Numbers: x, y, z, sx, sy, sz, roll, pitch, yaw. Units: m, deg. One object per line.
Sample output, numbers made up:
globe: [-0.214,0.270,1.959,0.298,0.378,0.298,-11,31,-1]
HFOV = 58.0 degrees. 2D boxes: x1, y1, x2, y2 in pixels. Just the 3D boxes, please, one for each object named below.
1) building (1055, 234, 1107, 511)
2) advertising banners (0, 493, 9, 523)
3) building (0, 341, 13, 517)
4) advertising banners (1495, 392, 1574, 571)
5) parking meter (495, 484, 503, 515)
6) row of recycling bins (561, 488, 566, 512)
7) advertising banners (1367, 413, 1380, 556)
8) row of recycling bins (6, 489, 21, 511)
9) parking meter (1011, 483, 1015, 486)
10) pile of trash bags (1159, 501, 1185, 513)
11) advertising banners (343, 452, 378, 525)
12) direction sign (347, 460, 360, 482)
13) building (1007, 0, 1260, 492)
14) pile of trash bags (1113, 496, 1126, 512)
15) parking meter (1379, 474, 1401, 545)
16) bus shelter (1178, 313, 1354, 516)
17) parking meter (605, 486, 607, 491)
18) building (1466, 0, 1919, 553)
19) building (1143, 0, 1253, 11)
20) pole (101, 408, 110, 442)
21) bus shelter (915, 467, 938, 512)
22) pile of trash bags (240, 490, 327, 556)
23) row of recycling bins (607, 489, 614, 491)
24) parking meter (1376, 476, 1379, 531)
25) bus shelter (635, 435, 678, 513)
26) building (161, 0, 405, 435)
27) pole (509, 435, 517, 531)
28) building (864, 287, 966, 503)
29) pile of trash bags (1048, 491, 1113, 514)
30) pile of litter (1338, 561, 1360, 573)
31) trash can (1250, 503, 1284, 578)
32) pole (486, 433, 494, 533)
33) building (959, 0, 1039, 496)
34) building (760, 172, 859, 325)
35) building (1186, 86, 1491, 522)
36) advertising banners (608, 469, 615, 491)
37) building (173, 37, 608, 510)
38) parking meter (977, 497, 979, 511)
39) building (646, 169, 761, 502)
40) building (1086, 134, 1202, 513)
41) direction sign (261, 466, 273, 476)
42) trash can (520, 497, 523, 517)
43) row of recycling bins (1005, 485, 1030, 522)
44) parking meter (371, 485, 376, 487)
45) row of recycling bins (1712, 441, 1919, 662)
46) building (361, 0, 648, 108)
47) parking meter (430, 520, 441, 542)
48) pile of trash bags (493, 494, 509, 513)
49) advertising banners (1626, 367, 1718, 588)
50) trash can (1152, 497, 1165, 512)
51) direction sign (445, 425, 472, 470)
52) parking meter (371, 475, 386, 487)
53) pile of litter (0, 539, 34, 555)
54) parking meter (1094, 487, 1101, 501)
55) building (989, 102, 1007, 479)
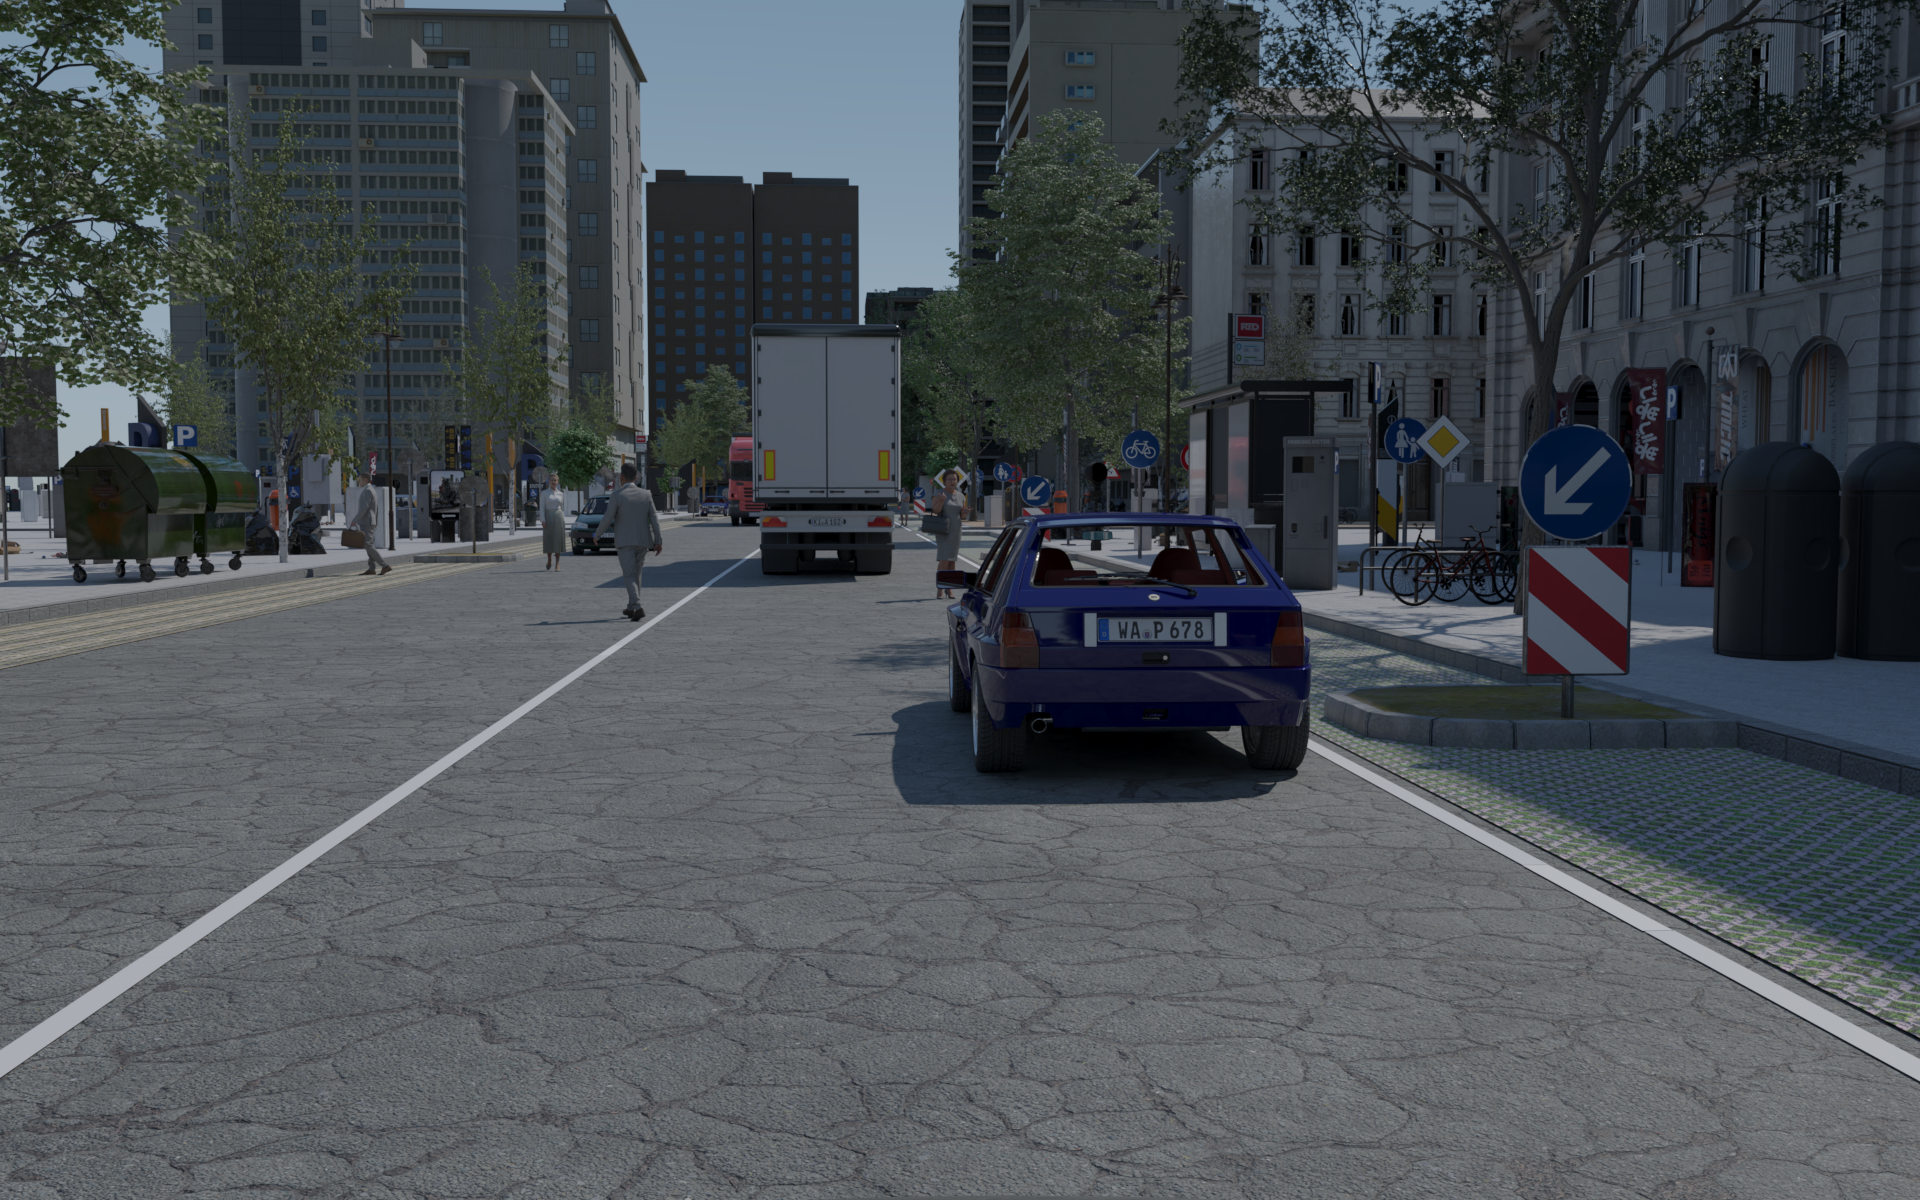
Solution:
building: [13.349,-18.694,134.524,11.050,23.489,19.941,0,4,-4]
advertising banners: [-43.259,-4.916,76.559,2.074,3.025,0.090,-2,4,-25]
building: [-35.261,-12.494,40.428,21.152,22.565,11.583,0,4,-4]
advertising banners: [9.744,-2.025,29.292,2.074,3.025,0.090,-3,4,-37]
parking meter: [-26.891,-5.826,100.965,0.399,1.863,0.255,-3,5,-41]
row of recycling bins: [-29.607,-7.447,128.875,1.069,1.692,3.534,-1,4,-11]
advertising banners: [8.798,-2.490,36.898,0.090,3.025,2.074,0,4,8]
row of recycling bins: [-71.151,-7.481,129.430,1.069,1.692,3.534,3,5,41]
parking meter: [2.856,-5.280,92.045,0.255,1.863,0.399,0,4,0]
pile of trash bags: [7.614,-2.684,53.640,3.447,1.369,1.912,-2,4,-35]
advertising banners: [-24.492,-4.567,70.850,0.090,3.025,2.074,1,4,22]
direction sign: [-40.384,-7.547,115.384,0.876,3.537,0.379,1,4,9]
building: [16.188,-33.300,168.157,21.300,48.544,21.600,0,4,-4]
pile of trash bags: [8.146,-5.501,99.688,1.912,1.369,3.447,-2,4,-30]
parking meter: [10.791,-2.299,43.306,0.399,1.863,0.255,0,4,-5]
bus shelter: [5.913,-3.578,36.137,2.179,5.291,8.768,0,4,-4]
parking meter: [-22.100,-6.228,107.543,0.399,1.863,0.255,3,5,40]
building: [21.444,-11.957,37.303,13.314,21.916,24.055,0,4,-4]
building: [31.487,-49.648,249.989,20.611,71.187,20.563,0,4,-4]
pole: [-20.277,-2.894,41.157,0.158,3.312,0.155,0,3,0]
bus shelter: [-2.068,-7.916,123.356,2.014,3.302,5.546,0,4,-4]
pile of trash bags: [-14.826,-1.705,37.635,1.912,1.369,3.447,-1,4,-22]
row of recycling bins: [-26.037,-7.514,129.969,3.534,1.692,1.069,3,4,36]
parking meter: [13.850,-3.159,57.368,0.399,1.863,0.255,-2,4,-29]
bus shelter: [-21.107,-8.728,120.342,2.179,5.291,8.768,0,4,-4]
building: [-73.816,-46.132,192.516,20.611,71.187,20.563,0,4,-4]
pole: [-15.319,-4.003,59.292,0.158,3.312,0.155,0,3,0]
building: [-6.466,-28.952,245.067,14.107,30.474,14.160,0,4,-4]
pile of trash bags: [3.090,-2.404,49.063,1.912,1.369,3.447,1,4,12]
pile of litter: [6.134,-0.925,29.094,1.176,0.858,1.719,1,4,12]
trash can: [4.848,-0.925,26.779,0.748,1.137,0.748,0,3,0]
pole: [-15.618,-3.895,57.522,0.158,3.312,0.155,0,3,0]
building: [10.643,-49.555,248.474,20.611,71.187,20.563,0,4,-4]
building: [-21.356,-36.311,243.798,14.200,45.320,14.600,0,4,-4]
building: [21.006,-14.421,84.930,18.267,20.994,9.793,0,4,-4]
advertising banners: [-18.161,-5.955,93.549,2.074,3.025,0.090,0,4,7]
building: [-47.847,-28.142,152.008,32.217,40.220,23.993,0,4,-4]
parking meter: [1.290,-7.571,129.496,0.399,1.863,0.255,-1,4,-18]
building: [-35.752,-36.206,242.085,14.200,45.320,14.600,0,4,-4]
building: [17.042,-17.777,109.728,14.314,24.678,30.058,0,4,-4]
direction sign: [-55.699,-9.003,139.196,0.876,3.537,0.379,-1,4,-18]
trash can: [-22.148,-4.711,88.680,0.748,1.137,0.748,0,3,0]
row of recycling bins: [2.820,-4.440,79.713,1.069,1.692,3.534,-1,4,-10]
parking meter: [-15.642,-2.288,45.823,0.372,1.533,0.369,0,3,0]
row of recycling bins: [7.797,-0.395,13.578,3.534,1.692,1.069,0,4,2]
building: [-49.513,-36.757,190.217,27.495,52.752,28.713,0,4,-4]
parking meter: [-13.996,-2.487,46.368,0.399,1.863,0.255,3,4,38]
pile of trash bags: [-32.397,-6.832,121.459,1.912,1.369,3.447,-3,4,-37]
advertising banners: [10.209,-1.685,23.744,2.074,3.025,0.090,1,4,21]
trash can: [9.590,-4.318,82.251,0.748,1.137,0.748,0,3,0]
direction sign: [-16.512,-3.979,57.058,0.876,3.537,0.379,0,4,3]
parking meter: [-17.431,-2.832,52.018,0.399,1.863,0.255,-3,4,-38]
pile of litter: [-20.521,-1.393,36.738,1.176,0.858,1.719,3,5,42]
parking meter: [9.037,-6.602,113.658,0.399,1.863,0.255,2,4,29]
building: [15.802,-35.140,194.155,23.786,49.044,30.456,0,4,-4]
